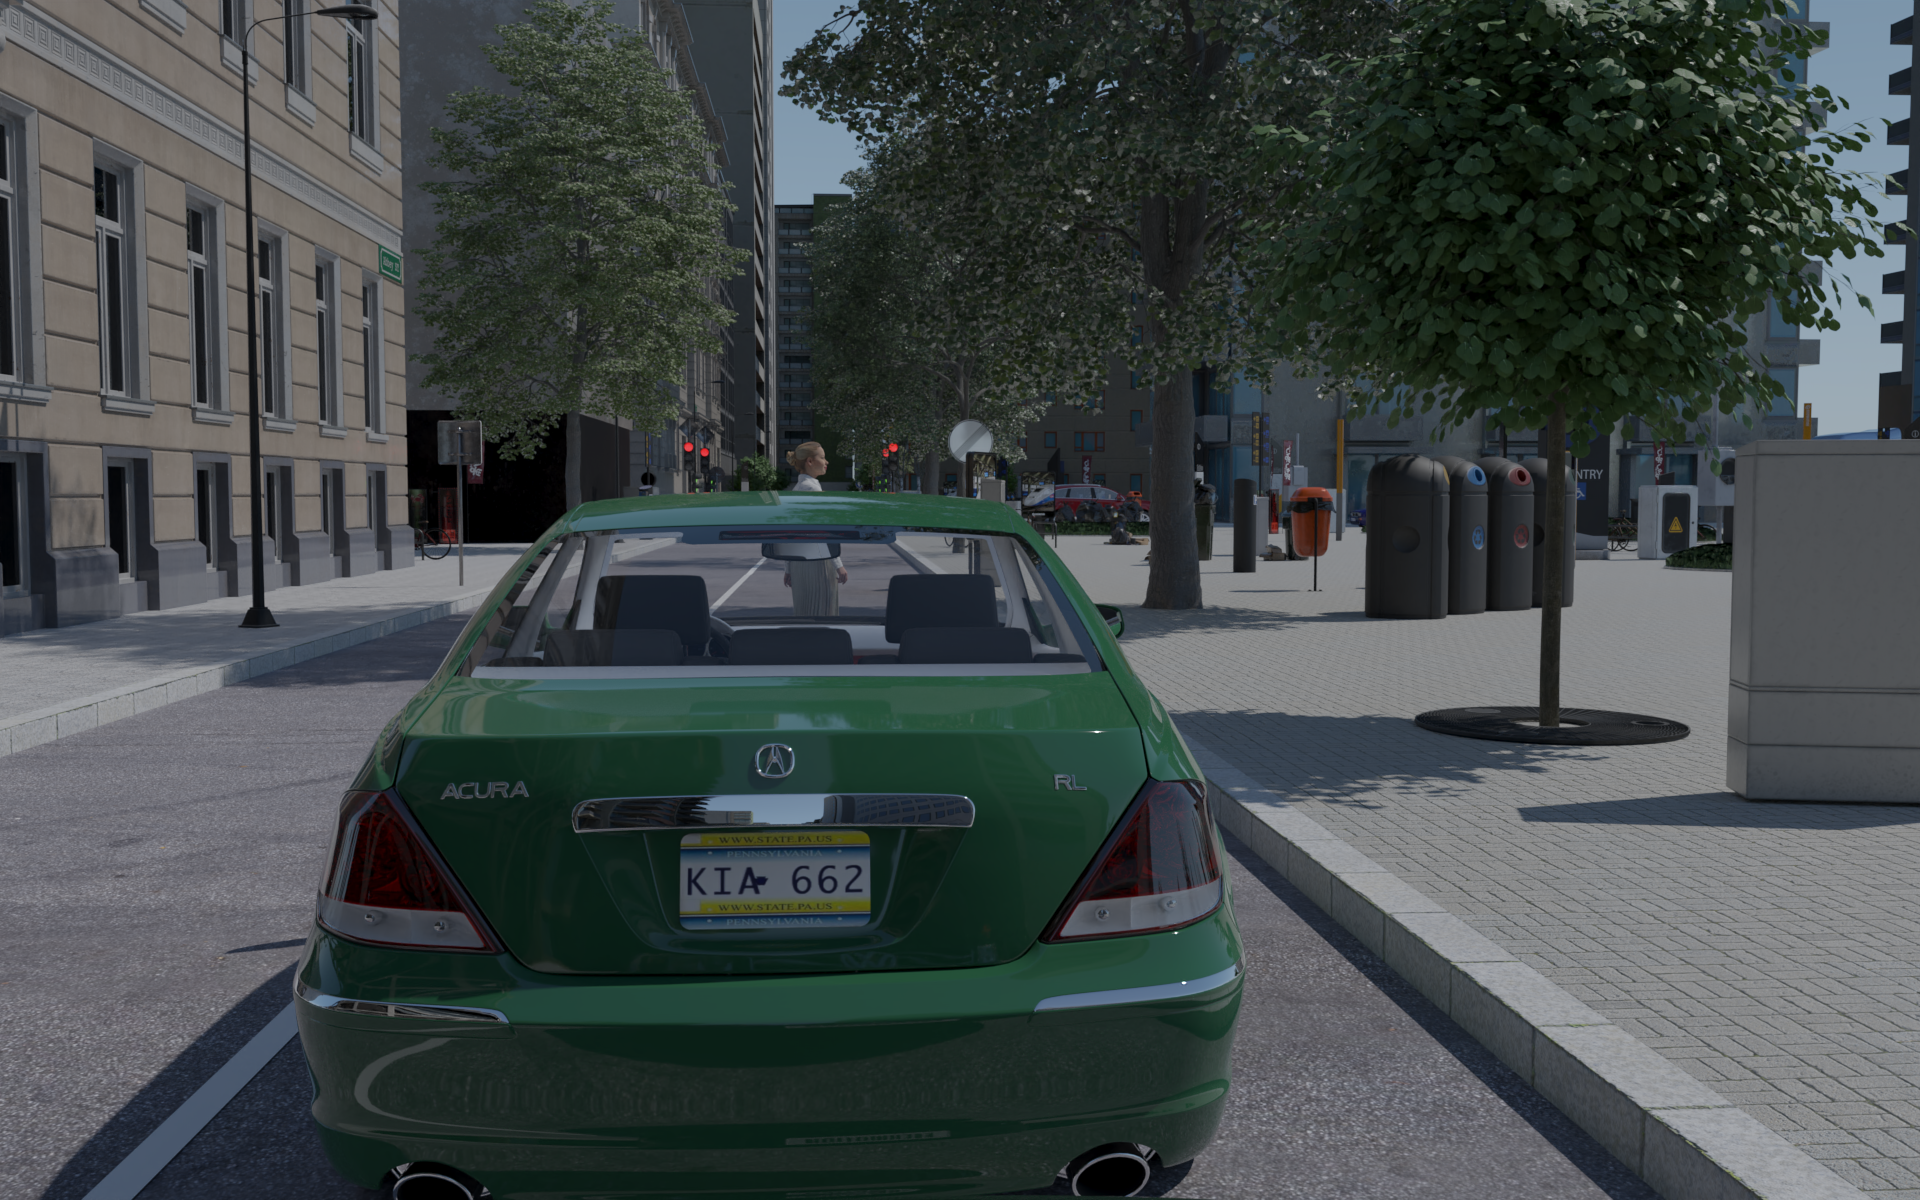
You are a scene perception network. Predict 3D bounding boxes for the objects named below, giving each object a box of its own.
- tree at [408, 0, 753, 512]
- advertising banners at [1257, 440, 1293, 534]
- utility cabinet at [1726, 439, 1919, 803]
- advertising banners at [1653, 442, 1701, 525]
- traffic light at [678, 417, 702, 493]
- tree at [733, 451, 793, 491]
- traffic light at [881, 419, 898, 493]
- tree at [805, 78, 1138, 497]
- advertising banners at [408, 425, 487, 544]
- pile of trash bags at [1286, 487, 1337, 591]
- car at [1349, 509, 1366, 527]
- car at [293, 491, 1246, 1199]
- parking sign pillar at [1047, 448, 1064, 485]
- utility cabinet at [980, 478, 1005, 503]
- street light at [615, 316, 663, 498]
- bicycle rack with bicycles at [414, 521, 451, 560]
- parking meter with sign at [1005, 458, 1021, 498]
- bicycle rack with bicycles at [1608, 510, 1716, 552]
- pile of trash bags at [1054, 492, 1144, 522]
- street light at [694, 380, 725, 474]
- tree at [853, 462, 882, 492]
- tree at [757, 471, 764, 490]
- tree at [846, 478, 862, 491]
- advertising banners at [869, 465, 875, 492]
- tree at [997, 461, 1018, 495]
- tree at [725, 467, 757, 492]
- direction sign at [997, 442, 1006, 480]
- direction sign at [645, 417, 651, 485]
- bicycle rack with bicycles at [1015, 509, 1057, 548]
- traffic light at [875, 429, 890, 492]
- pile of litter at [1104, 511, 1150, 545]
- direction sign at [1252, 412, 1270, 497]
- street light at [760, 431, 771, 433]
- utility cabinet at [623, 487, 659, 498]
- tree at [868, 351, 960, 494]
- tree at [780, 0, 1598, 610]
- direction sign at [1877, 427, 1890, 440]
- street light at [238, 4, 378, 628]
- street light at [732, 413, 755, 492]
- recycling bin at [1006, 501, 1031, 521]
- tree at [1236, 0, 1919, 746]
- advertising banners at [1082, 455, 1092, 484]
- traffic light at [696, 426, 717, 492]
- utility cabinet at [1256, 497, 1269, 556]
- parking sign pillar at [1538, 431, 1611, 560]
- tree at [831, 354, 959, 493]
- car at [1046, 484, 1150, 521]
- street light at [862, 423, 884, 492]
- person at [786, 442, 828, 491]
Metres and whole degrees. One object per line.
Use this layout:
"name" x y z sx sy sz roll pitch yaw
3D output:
"tree" -8.431 -7.420 39.440 7.486 12.596 7.792 0 3 0
"advertising banners" 10.033 -3.622 55.407 2.074 3.025 0.090 -3 5 -43
"utility cabinet" 3.861 0.091 7.199 1.173 1.500 0.318 1 4 9
"advertising banners" 23.514 -3.713 56.889 0.090 3.025 2.074 -1 4 -22
"traffic light" -9.813 -4.528 62.959 0.839 4.253 0.868 0 4 -4
"tree" -15.377 -8.971 130.397 4.285 4.588 4.351 0 3 0
"traffic light" -2.473 -4.563 63.521 0.839 4.253 0.868 0 4 -4
"tree" 0.305 -6.293 37.306 7.601 10.594 8.767 -1 4 -16
"advertising banners" -13.076 -2.931 44.117 2.074 3.025 0.090 0 4 -5
"pile of trash bags" 6.082 -0.818 23.119 3.447 1.369 1.912 0 4 -3
"car" 17.481 -3.428 68.626 3.894 1.354 1.945 0 4 -4
"car" -0.470 0.409 5.111 2.131 1.459 4.920 0 4 -4
"parking sign pillar" 5.606 -6.912 101.481 1.447 3.967 1.447 -2 4 -26
"utility cabinet" 0.475 -0.962 24.404 0.318 1.500 1.173 0 4 4
"street light" -8.410 -4.444 45.195 1.470 5.913 1.316 0 4 -4
"bicycle rack with bicycles" -11.489 -1.189 32.817 2.925 0.926 2.852 0 4 7
"parking meter with sign" 2.790 -4.693 72.997 1.738 3.016 0.543 0 4 5
"bicycle rack with bicycles" 14.856 -1.512 38.111 2.925 0.926 2.852 3 5 39
"pile of trash bags" 5.142 -3.223 62.443 3.447 1.369 1.912 -2 4 -32
"street light" -10.292 -6.011 70.821 1.470 5.913 1.316 0 4 -4
"tree" -6.738 -9.418 137.700 4.285 4.588 4.351 0 3 0
"tree" -15.040 -7.943 124.470 1.663 3.219 1.824 0 3 0
"tree" -12.732 -13.105 208.864 1.663 3.219 1.824 0 3 0
"advertising banners" -5.312 -6.526 102.887 0.090 3.025 2.074 -1 4 -16
"tree" 2.498 -5.871 90.600 1.663 3.219 1.824 0 3 0
"tree" -15.572 -7.785 121.889 1.663 3.219 1.824 0 3 0
"direction sign" 1.716 -5.029 74.221 0.379 3.537 0.876 -3 4 -36
"direction sign" -9.032 -3.559 50.187 0.379 3.537 0.876 0 4 -1
"bicycle rack with bicycles" 1.092 -1.722 41.537 2.852 0.926 2.925 -1 4 -17
"traffic light" -3.068 -5.050 71.484 0.839 4.253 0.868 0 4 -4
"pile of litter" 4.252 -1.844 44.113 1.176 0.858 1.719 0 4 3
"direction sign" 8.312 -3.422 47.946 0.379 3.537 0.876 3 5 40
"street light" -14.588 -9.479 127.529 1.470 5.913 1.316 0 4 -4
"utility cabinet" -9.689 -2.695 52.738 1.173 1.500 0.318 2 4 31
"tree" -2.569 -8.001 81.181 4.360 8.622 3.978 0 3 0
"tree" 2.511 -6.876 19.082 9.857 13.997 8.962 0 3 0
"direction sign" 31.520 -4.110 59.189 0.379 3.537 0.876 0 4 5
"street light" -6.223 -2.693 16.566 1.470 5.913 1.316 0 4 -4
"street light" -12.470 -7.740 99.095 1.470 5.913 1.316 0 4 -4
"recycling bin" 2.112 -3.025 62.007 0.722 1.027 0.722 -2 4 -34
"tree" 3.285 -1.566 9.315 4.285 4.588 4.351 0 3 0
"advertising banners" 5.086 -5.034 78.490 2.074 3.025 0.090 2 4 35
"traffic light" -10.408 -5.015 70.922 0.839 4.253 0.868 0 4 -4
"utility cabinet" 6.164 -1.537 36.300 0.306 1.237 1.020 0 4 -8
"parking sign pillar" 12.101 -2.794 34.159 1.447 3.967 1.447 0 4 -4
"tree" -3.473 -10.870 95.849 7.486 12.596 7.792 0 3 0
"car" 5.300 -3.588 67.331 5.304 1.827 2.281 0 4 -3
"street light" -4.518 -7.140 89.278 1.470 5.913 1.316 0 4 -4
"person" -1.102 -0.211 12.171 0.641 1.798 0.478 -1 4 -11
